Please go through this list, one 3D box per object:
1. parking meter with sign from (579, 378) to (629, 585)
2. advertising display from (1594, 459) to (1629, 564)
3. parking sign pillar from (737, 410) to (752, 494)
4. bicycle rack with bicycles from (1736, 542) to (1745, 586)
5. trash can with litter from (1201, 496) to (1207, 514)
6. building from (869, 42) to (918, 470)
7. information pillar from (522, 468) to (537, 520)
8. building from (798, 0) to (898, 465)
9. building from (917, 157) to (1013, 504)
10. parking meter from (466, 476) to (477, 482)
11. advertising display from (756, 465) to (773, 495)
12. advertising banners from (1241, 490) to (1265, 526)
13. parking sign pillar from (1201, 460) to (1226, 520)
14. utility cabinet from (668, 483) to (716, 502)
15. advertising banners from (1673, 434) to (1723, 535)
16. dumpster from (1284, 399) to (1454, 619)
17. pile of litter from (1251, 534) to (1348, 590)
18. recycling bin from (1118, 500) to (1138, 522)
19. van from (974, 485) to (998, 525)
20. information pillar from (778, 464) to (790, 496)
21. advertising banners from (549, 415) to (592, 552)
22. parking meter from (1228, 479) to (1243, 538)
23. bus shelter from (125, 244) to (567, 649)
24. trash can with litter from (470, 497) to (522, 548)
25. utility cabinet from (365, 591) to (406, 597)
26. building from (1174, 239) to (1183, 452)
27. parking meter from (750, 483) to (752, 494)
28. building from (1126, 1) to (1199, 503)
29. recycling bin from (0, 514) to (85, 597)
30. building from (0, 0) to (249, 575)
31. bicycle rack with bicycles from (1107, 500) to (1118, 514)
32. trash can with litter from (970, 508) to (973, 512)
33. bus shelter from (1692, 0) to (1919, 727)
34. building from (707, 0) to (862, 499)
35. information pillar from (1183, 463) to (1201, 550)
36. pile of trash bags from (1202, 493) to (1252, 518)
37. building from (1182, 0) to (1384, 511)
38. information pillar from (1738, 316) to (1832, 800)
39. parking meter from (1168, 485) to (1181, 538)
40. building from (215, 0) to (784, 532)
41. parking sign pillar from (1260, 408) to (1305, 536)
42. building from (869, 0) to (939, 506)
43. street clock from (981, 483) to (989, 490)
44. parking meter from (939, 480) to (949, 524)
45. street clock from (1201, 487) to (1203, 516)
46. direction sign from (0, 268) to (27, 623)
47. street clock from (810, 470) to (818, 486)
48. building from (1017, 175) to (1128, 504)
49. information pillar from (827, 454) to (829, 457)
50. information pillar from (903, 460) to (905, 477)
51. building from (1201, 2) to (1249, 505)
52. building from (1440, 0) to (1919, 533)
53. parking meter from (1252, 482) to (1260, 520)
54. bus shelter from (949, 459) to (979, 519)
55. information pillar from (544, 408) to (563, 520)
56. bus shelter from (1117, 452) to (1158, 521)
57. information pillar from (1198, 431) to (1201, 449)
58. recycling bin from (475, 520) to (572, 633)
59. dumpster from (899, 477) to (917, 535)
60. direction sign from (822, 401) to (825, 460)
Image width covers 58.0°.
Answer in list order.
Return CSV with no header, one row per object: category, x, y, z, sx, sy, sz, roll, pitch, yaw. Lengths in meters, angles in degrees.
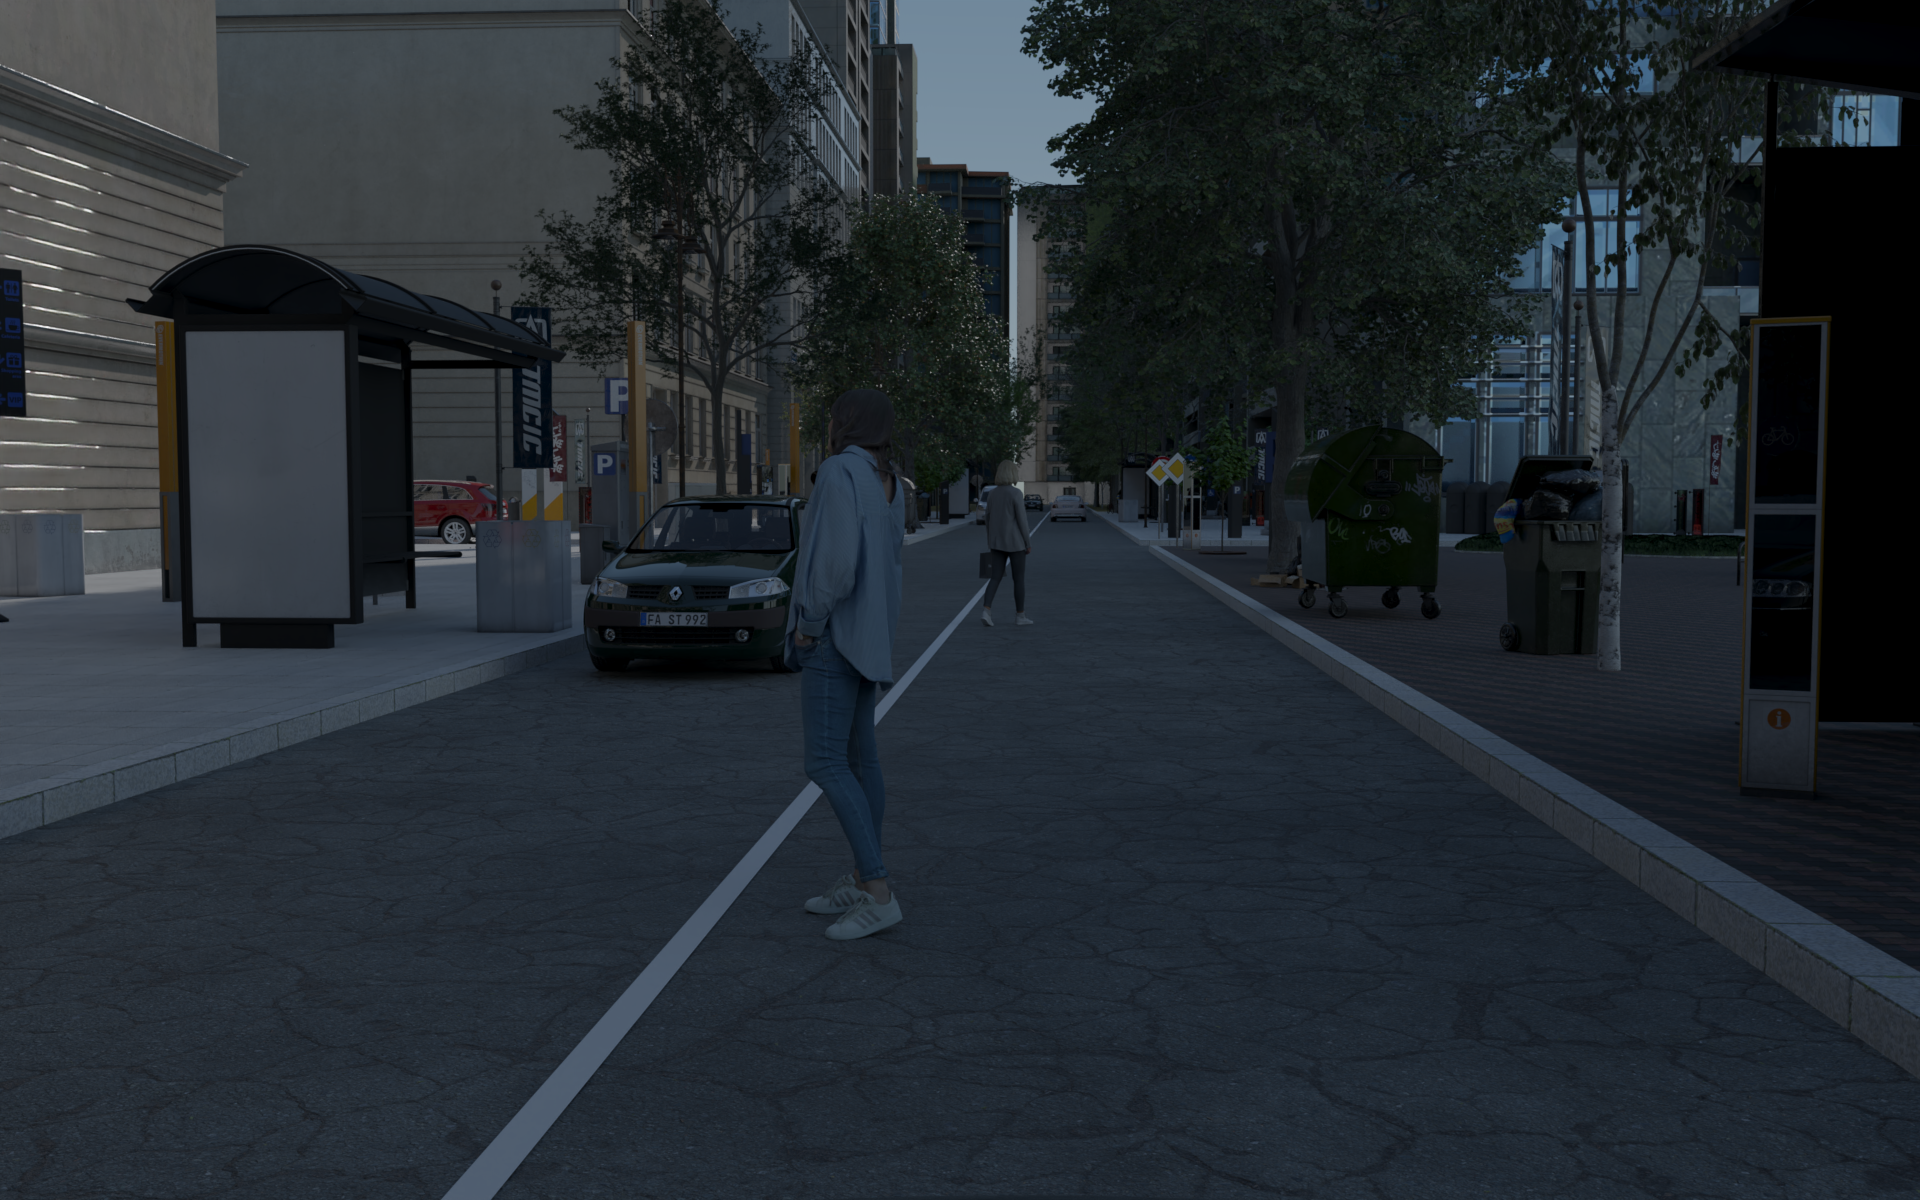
parking meter with sign,-5.109,-1.772,25.228,0.543,3.016,1.738,0,4,4
advertising display,12.143,-1.660,32.354,0.123,1.923,0.974,-1,4,-12
parking sign pillar,-7.035,-4.146,56.266,1.447,3.967,1.447,0,4,-8
bicycle rack with bicycles,12.320,-0.647,23.962,2.925,0.926,2.852,-2,4,-34
trash can with litter,14.641,-5.551,102.146,0.624,1.170,1.055,-1,4,-18
building,-11.298,-28.716,153.104,14.154,41.232,14.086,0,4,3
information pillar,-14.370,-4.058,57.700,0.504,3.616,0.183,-1,4,-18
building,-15.519,-42.615,135.009,20.563,71.187,20.611,0,4,3
building,-7.655,-35.075,228.104,28.867,44.769,22.147,0,4,3
parking meter,-15.476,-3.009,54.904,0.255,1.863,0.399,-2,4,-28
advertising display,-4.325,-2.032,38.445,0.123,1.923,0.974,1,4,9
advertising banners,11.992,-4.458,69.074,0.090,3.025,2.074,-3,5,-44
parking sign pillar,12.747,-6.057,87.497,1.447,3.967,1.447,1,4,14
utility cabinet,-5.313,-1.613,35.057,1.173,1.500,0.318,-3,5,-41
advertising banners,22.047,-3.397,51.729,0.090,3.025,2.074,-1,4,-14
dumpster,4.343,-0.980,18.521,1.502,2.255,1.985,0,4,3
pile of litter,4.682,-0.609,23.922,1.176,0.858,1.719,0,4,-8
recycling bin,7.633,-4.041,78.624,0.722,1.027,0.722,-1,4,-14
van,1.699,-4.533,81.132,2.013,2.044,4.112,0,4,5
information pillar,-4.220,-2.312,42.300,0.304,2.012,0.304,-3,5,-43
advertising banners,-8.161,-2.576,38.298,2.074,3.025,0.090,0,4,-3
parking meter,8.026,-2.736,50.450,0.399,1.863,0.255,-1,4,-17
bus shelter,-5.599,-1.401,16.835,2.014,3.302,5.546,0,4,4
trash can with litter,-10.432,-1.816,40.755,1.678,1.210,2.233,-3,4,-37
utility cabinet,-7.403,-0.645,21.703,1.020,1.237,0.306,-2,4,-32
building,29.822,-25.245,184.452,14.160,30.474,14.107,0,4,3
parking meter,-8.951,-4.114,72.977,0.255,1.863,0.399,2,4,25
building,31.806,-48.035,223.622,20.611,71.187,20.563,0,4,3
recycling bin,-11.621,-0.572,21.905,0.722,1.027,0.722,1,4,20
building,-30.774,-12.756,27.648,34.723,24.649,14.460,0,4,3
bicycle rack with bicycles,10.795,-6.005,111.557,2.852,0.926,2.925,0,4,-5
trash can with litter,0.342,-6.784,122.313,1.055,1.170,0.624,-1,4,-19
bus shelter,4.629,-0.923,6.367,1.731,3.624,6.357,0,4,4
building,-13.065,-19.877,102.483,11.434,29.767,29.804,0,4,3
information pillar,5.317,-2.153,39.693,0.304,2.012,0.304,-3,4,-37
pile of trash bags,14.587,-5.117,93.422,1.912,1.369,3.447,-2,4,-32
building,32.898,-33.160,165.861,21.300,48.544,21.600,0,4,3
information pillar,3.507,-0.176,7.376,0.304,2.012,0.304,2,4,25
parking meter,6.271,-2.585,50.674,0.372,1.533,0.369,0,3,0
building,-17.780,-14.664,73.045,16.112,22.955,30.059,0,4,3
parking sign pillar,10.065,-3.991,53.720,1.447,3.967,1.447,-2,4,-35
building,-18.530,-53.129,181.337,31.000,86.520,22.319,0,4,3
street clock,1.588,-6.455,110.103,0.471,2.002,0.358,-2,4,-35
parking meter,-0.683,-4.129,73.219,0.399,1.863,0.255,-1,4,-21
street clock,14.057,-5.913,101.241,0.358,2.002,0.471,0,4,5
direction sign,-9.737,-1.544,17.240,0.379,3.537,0.876,3,4,36
street clock,-4.336,-2.976,53.224,0.471,2.002,0.358,1,4,14
building,14.292,-32.951,222.338,14.086,41.232,14.154,0,4,3
information pillar,-6.466,-5.714,84.773,0.183,3.616,0.504,0,4,-5
information pillar,-3.066,-6.651,100.095,0.504,3.616,0.183,0,4,8
building,31.316,-29.738,140.839,22.147,44.769,28.867,0,4,3
building,30.922,-45.996,64.703,31.000,86.520,22.319,0,4,3
parking meter,14.790,-4.945,86.568,0.255,1.863,0.399,-1,4,-20
bus shelter,-0.122,-6.046,92.783,2.014,3.302,5.546,0,4,4
information pillar,-10.203,-3.181,43.366,0.504,3.616,0.183,1,4,15
bus shelter,8.935,-5.647,86.257,2.014,3.302,5.546,0,4,3
information pillar,8.860,-4.457,64.222,0.183,3.616,0.504,1,4,9
recycling bin,-4.106,-0.231,16.334,0.722,1.027,0.722,0,4,3
dumpster,-2.071,-3.046,55.568,1.264,1.857,1.865,0,4,4
direction sign,-3.371,-3.104,42.744,0.379,3.537,0.876,0,4,-8
